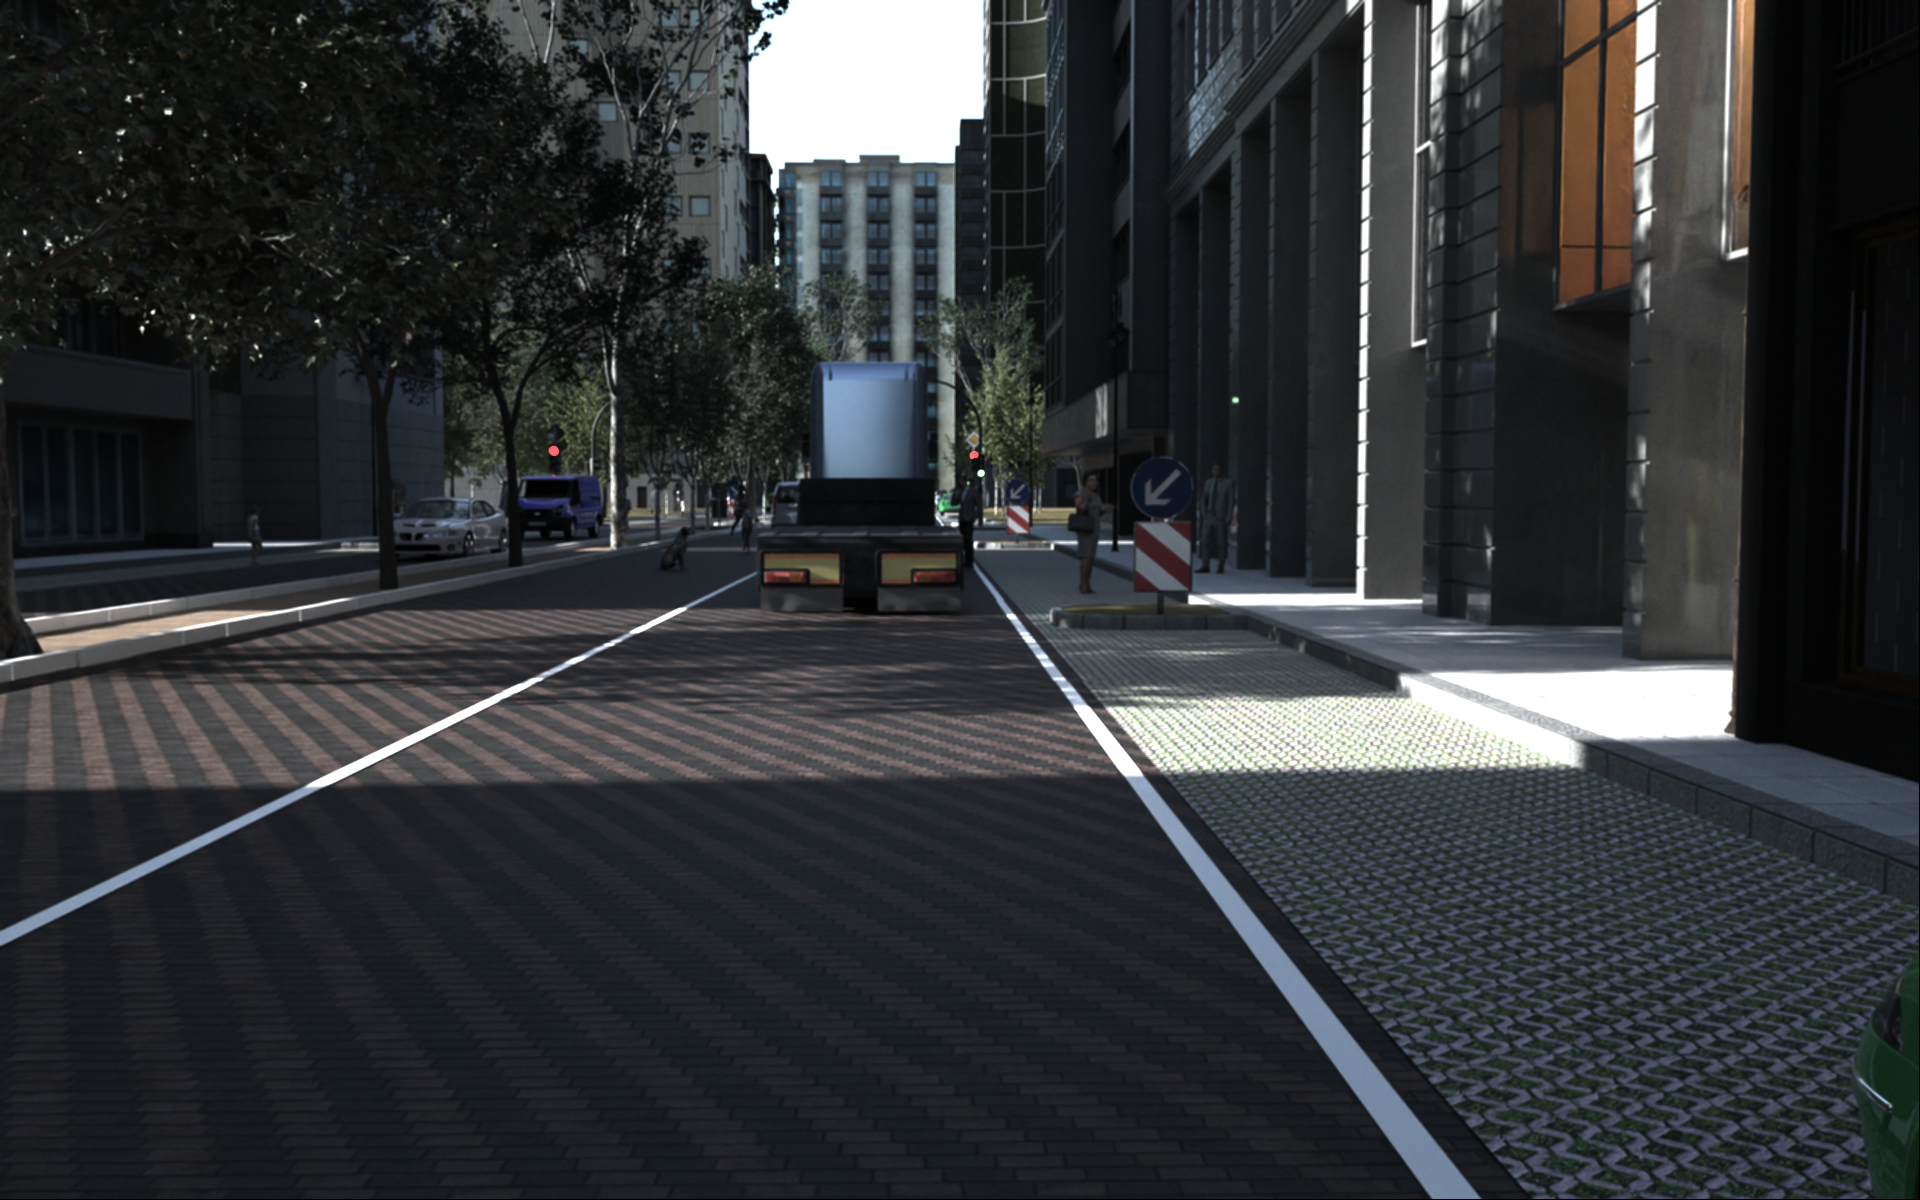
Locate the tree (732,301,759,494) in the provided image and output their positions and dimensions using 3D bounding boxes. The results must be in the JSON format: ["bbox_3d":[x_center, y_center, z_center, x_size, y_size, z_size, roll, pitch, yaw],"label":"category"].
[{"bbox_3d":[-9.265,-6.552,59.941,4.360,8.622,3.978,0,3,0],"label":"tree"}]

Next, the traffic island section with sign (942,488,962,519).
[{"bbox_3d":[0.080,-5.686,101.586,1.989,1.847,2.006,0,4,-1],"label":"traffic island section with sign"}]

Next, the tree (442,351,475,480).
[{"bbox_3d":[-36.741,-12.838,116.563,9.857,13.997,8.962,0,3,0],"label":"tree"}]

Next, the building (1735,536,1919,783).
[{"bbox_3d":[10.417,-10.458,0.671,12.332,23.373,15.834,0,4,-1],"label":"building"}]

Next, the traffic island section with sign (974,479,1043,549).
[{"bbox_3d":[1.380,-2.286,46.011,1.989,1.847,2.006,0,4,-1],"label":"traffic island section with sign"}]

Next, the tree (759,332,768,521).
[{"bbox_3d":[-9.548,-6.882,65.347,4.360,8.622,3.978,0,3,0],"label":"tree"}]

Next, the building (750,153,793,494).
[{"bbox_3d":[-36.107,-34.284,215.170,28.867,44.769,22.147,0,4,-1],"label":"building"}]

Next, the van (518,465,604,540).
[{"bbox_3d":[-12.984,-3.146,55.820,2.240,2.365,5.245,0,4,1],"label":"van"}]

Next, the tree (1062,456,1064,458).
[{"bbox_3d":[5.137,-9.903,112.278,4.737,8.622,4.395,0,3,0],"label":"tree"}]

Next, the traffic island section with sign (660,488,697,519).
[{"bbox_3d":[-16.449,-5.662,101.208,1.989,1.847,2.006,0,4,-1],"label":"traffic island section with sign"}]

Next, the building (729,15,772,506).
[{"bbox_3d":[-31.299,-45.884,188.459,20.563,71.187,20.611,0,4,-1],"label":"building"}]

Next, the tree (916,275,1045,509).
[{"bbox_3d":[3.527,-17.890,148.388,12.611,20.169,13.585,0,3,0],"label":"tree"}]

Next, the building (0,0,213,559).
[{"bbox_3d":[-28.225,-24.797,29.131,21.300,48.544,21.600,0,4,-1],"label":"building"}]

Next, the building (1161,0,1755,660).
[{"bbox_3d":[10.371,-15.032,23.258,11.434,29.767,29.804,0,4,-1],"label":"building"}]

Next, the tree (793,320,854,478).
[{"bbox_3d":[-10.758,-12.732,120.987,12.009,13.543,11.850,0,3,0],"label":"tree"}]

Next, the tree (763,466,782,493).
[{"bbox_3d":[-22.242,-13.436,203.398,4.285,4.588,4.351,0,3,0],"label":"tree"}]

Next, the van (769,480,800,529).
[{"bbox_3d":[-5.741,-3.294,60.872,2.013,2.044,4.112,0,4,-3],"label":"van"}]

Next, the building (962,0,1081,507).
[{"bbox_3d":[10.678,-44.985,173.751,20.563,71.187,20.611,0,4,-1],"label":"building"}]

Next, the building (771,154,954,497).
[{"bbox_3d":[-11.425,-38.358,246.768,30.456,49.044,23.786,0,4,-1],"label":"building"}]

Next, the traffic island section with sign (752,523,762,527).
[{"bbox_3d":[-9.827,-4.176,76.409,2.006,1.907,1.989,0,4,-1],"label":"traffic island section with sign"}]

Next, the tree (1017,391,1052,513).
[{"bbox_3d":[5.507,-10.389,120.226,4.360,8.622,3.978,0,3,0],"label":"tree"}]

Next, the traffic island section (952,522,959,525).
[{"bbox_3d":[0.646,-3.346,76.994,2.009,0.180,2.903,0,4,-1],"label":"traffic island section"}]

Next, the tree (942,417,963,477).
[{"bbox_3d":[2.281,-8.971,97.042,4.737,8.622,4.395,0,3,0],"label":"tree"}]

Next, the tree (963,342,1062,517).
[{"bbox_3d":[2.507,-8.153,83.660,4.737,8.622,4.395,0,3,0],"label":"tree"}]

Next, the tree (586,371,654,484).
[{"bbox_3d":[-28.880,-13.957,146.326,7.486,12.596,7.792,0,3,0],"label":"tree"}]

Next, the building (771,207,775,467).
[{"bbox_3d":[-37.420,-37.978,244.635,21.600,48.544,21.300,0,4,-1],"label":"building"}]

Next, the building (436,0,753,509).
[{"bbox_3d":[-34.745,-35.167,164.221,28.713,52.752,27.495,0,4,-1],"label":"building"}]

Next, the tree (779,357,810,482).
[{"bbox_3d":[-10.025,-9.957,99.673,8.767,10.594,7.601,0,4,-1],"label":"tree"}]

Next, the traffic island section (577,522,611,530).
[{"bbox_3d":[-16.191,-3.322,76.603,2.009,0.180,2.903,0,4,-1],"label":"traffic island section"}]

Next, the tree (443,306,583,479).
[{"bbox_3d":[-27.593,-11.430,105.007,7.486,12.596,7.792,0,3,0],"label":"tree"}]

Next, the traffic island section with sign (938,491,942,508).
[{"bbox_3d":[-0.562,-7.349,128.782,1.989,1.847,2.006,0,4,-1],"label":"traffic island section with sign"}]

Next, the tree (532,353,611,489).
[{"bbox_3d":[-18.807,-8.374,87.273,4.737,8.622,4.395,0,3,0],"label":"tree"}]

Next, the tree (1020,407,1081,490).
[{"bbox_3d":[8.881,-11.896,128.910,8.767,10.594,7.601,-2,4,-31],"label":"tree"}]

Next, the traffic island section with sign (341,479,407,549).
[{"bbox_3d":[-15.153,-2.288,46.036,1.989,1.847,2.006,0,4,-1],"label":"traffic island section with sign"}]

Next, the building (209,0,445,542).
[{"bbox_3d":[-31.999,-31.337,54.362,28.212,58.520,21.231,0,4,-1],"label":"building"}]

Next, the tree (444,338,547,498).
[{"bbox_3d":[-21.312,-7.958,80.481,4.360,8.622,3.978,0,3,0],"label":"tree"}]

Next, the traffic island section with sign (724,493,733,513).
[{"bbox_3d":[-17.088,-7.311,128.155,1.989,1.847,2.006,0,4,-1],"label":"traffic island section with sign"}]

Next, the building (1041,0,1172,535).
[{"bbox_3d":[10.650,-14.356,53.781,14.314,24.678,30.058,0,4,-1],"label":"building"}]

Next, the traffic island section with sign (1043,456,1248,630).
[{"bbox_3d":[2.011,-0.638,19.063,1.989,1.847,2.006,0,4,-1],"label":"traffic island section with sign"}]

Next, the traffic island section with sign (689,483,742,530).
[{"bbox_3d":[-9.662,-3.723,69.003,2.006,1.907,1.989,0,4,-1],"label":"traffic island section with sign"}]

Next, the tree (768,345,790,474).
[{"bbox_3d":[-9.664,-7.627,77.524,4.360,8.622,3.978,0,3,0],"label":"tree"}]

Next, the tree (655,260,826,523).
[{"bbox_3d":[-10.217,-10.092,84.461,9.611,12.733,9.660,0,3,0],"label":"tree"}]

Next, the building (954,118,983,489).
[{"bbox_3d":[6.879,-31.089,191.896,14.154,41.232,14.086,0,4,-1],"label":"building"}]

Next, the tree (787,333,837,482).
[{"bbox_3d":[-10.698,-11.087,109.478,9.928,11.665,9.643,0,3,0],"label":"tree"}]

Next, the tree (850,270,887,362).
[{"bbox_3d":[-12.408,-16.888,134.463,12.611,20.169,13.585,0,3,0],"label":"tree"}]

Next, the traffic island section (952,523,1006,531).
[{"bbox_3d":[0.834,-2.858,69.011,2.009,0.180,2.903,0,4,-1],"label":"traffic island section"}]
